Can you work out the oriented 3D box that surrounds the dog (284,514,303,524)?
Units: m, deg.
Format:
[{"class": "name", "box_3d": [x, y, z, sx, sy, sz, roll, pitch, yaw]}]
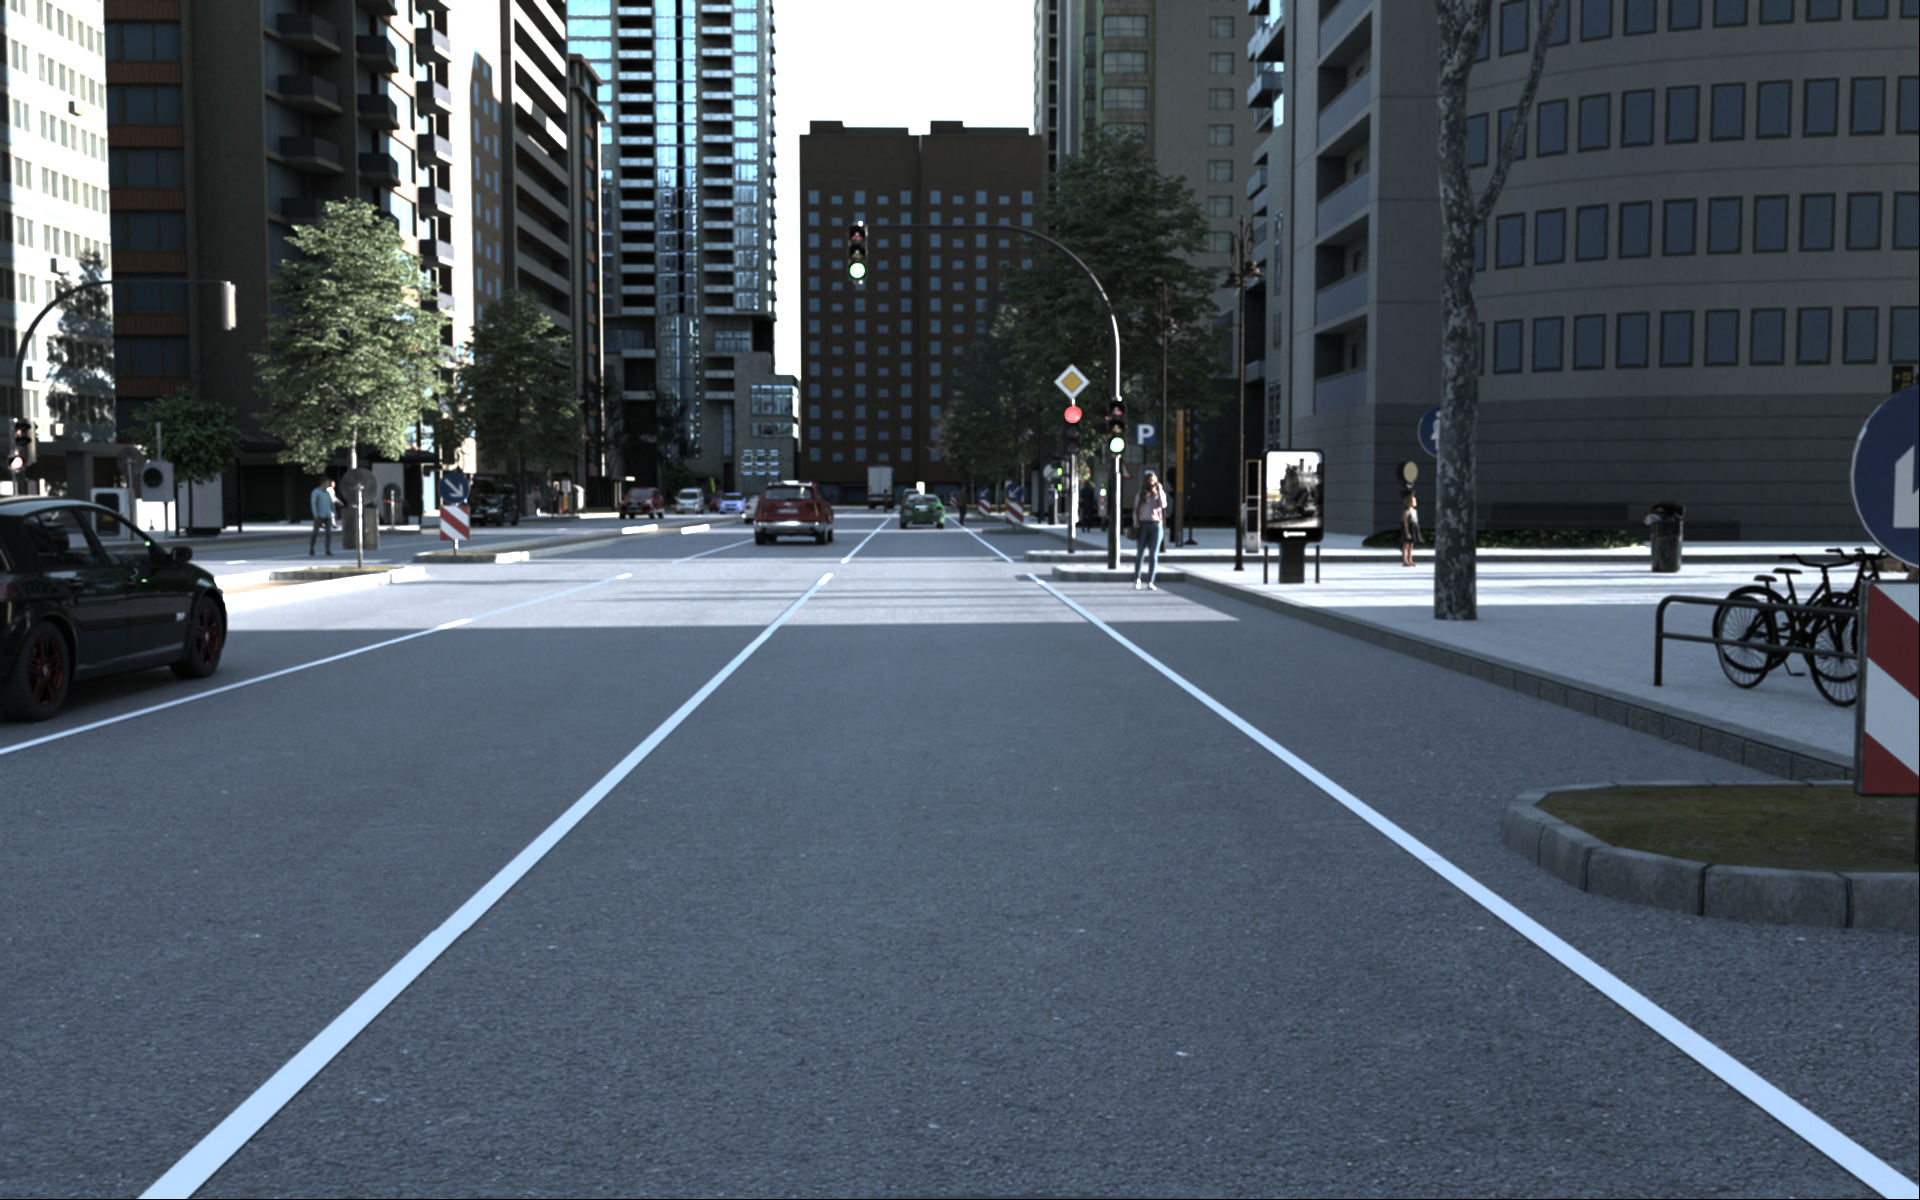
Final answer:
[{"class": "dog", "box_3d": [-28.732, -3.482, 74.670, 0.748, 0.427, 0.550, 2, 4, 30]}]

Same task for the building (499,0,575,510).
[{"class": "building", "box_3d": [-43.296, -31.320, 135.786, 21.300, 48.544, 21.600, 0, 4, -1]}]

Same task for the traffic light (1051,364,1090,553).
[{"class": "traffic light", "box_3d": [2.391, -2.967, 37.437, 0.839, 4.253, 0.868, 0, 4, -1]}]

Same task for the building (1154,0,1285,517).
[{"class": "building", "box_3d": [23.517, -47.496, 89.239, 22.319, 86.520, 31.000, 0, 4, -1]}]

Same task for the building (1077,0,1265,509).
[{"class": "building", "box_3d": [16.761, -28.252, 145.509, 14.154, 41.232, 14.086, 0, 4, -1]}]

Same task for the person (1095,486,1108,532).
[{"class": "person", "box_3d": [4.896, -3.271, 59.392, 0.638, 1.841, 0.748, 2, 4, 33]}]

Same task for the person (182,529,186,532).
[{"class": "person", "box_3d": [-25.788, -3.199, 58.227, 0.818, 1.842, 0.514, -3, 5, -43]}]

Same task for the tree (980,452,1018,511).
[{"class": "tree", "box_3d": [2.996, -9.232, 134.661, 4.285, 4.588, 4.351, 0, 3, 0]}]

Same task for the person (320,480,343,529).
[{"class": "person", "box_3d": [-22.869, -3.458, 62.850, 0.850, 1.792, 0.678, 0, 4, 6]}]

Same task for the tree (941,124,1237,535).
[{"class": "tree", "box_3d": [4.567, -8.322, 54.198, 7.486, 12.596, 7.792, 0, 3, 0]}]

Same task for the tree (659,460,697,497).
[{"class": "tree", "box_3d": [-26.028, -10.764, 159.699, 4.285, 4.588, 4.351, 0, 3, 0]}]

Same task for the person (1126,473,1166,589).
[{"class": "person", "box_3d": [2.818, -1.047, 26.212, 0.593, 1.750, 0.643, 0, 4, 7]}]

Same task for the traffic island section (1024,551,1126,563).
[{"class": "traffic island section", "box_3d": [2.431, -0.934, 37.552, 2.009, 0.180, 2.903, 0, 4, -1]}]

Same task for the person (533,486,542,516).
[{"class": "person", "box_3d": [-24.456, -5.710, 100.079, 0.731, 1.740, 0.598, 2, 4, 26]}]

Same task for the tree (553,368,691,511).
[{"class": "tree", "box_3d": [-25.775, -11.843, 128.039, 8.767, 10.594, 7.601, -2, 4, -33]}]

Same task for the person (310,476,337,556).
[{"class": "person", "box_3d": [-14.833, -1.953, 40.301, 0.638, 1.841, 0.748, -3, 5, -44]}]

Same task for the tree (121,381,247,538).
[{"class": "tree", "box_3d": [-22.605, -4.089, 50.569, 4.285, 4.588, 4.351, 0, 3, 0]}]

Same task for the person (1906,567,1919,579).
[{"class": "person", "box_3d": [10.029, -0.710, 17.895, 0.529, 1.795, 0.600, 2, 4, 24]}]

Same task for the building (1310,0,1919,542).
[{"class": "building", "box_3d": [26.238, -31.367, 54.848, 28.212, 58.520, 21.231, 0, 4, -1]}]

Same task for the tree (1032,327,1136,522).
[{"class": "tree", "box_3d": [4.893, -7.286, 69.492, 4.737, 8.622, 4.395, 0, 3, 0]}]

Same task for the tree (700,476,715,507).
[{"class": "tree", "box_3d": [-25.559, -11.212, 177.920, 1.663, 3.219, 1.824, 0, 3, 0]}]

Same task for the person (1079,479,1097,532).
[{"class": "person", "box_3d": [4.290, -3.161, 58.143, 0.576, 1.772, 0.534, 0, 4, -1]}]

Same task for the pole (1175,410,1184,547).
[{"class": "pole", "box_3d": [5.316, -2.941, 41.934, 0.158, 3.312, 0.155, 0, 3, 0]}]

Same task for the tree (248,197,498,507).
[{"class": "tree", "box_3d": [-23.109, -9.093, 66.796, 7.486, 12.596, 7.792, 0, 3, 0]}]

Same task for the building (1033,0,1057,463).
[{"class": "building", "box_3d": [19.761, -47.388, 213.041, 20.611, 71.187, 20.563, 0, 4, -1]}]

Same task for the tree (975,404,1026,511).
[{"class": "tree", "box_3d": [2.786, -10.900, 128.570, 4.360, 8.622, 3.978, 0, 3, 0]}]

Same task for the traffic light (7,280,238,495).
[{"class": "traffic light", "box_3d": [-17.874, -3.809, 36.941, 4.771, 5.953, 1.251, 0, 4, -1]}]

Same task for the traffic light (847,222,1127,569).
[{"class": "traffic light", "box_3d": [0.506, -3.339, 29.260, 4.771, 5.953, 1.251, 0, 4, -1]}]

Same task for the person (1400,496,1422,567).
[{"class": "person", "box_3d": [7.977, -1.216, 30.590, 0.362, 1.253, 0.373, -3, 4, -37]}]

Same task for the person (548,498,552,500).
[{"class": "person", "box_3d": [-26.010, -6.353, 110.247, 0.599, 1.781, 0.374, -2, 4, -27]}]

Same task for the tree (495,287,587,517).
[{"class": "tree", "box_3d": [-24.622, -10.861, 95.706, 7.486, 12.596, 7.792, 0, 3, 0]}]

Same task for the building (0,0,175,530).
[{"class": "building", "box_3d": [-45.075, -22.556, 60.674, 32.217, 40.220, 23.993, 0, 4, -1]}]

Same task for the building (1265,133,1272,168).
[{"class": "building", "box_3d": [17.044, -27.355, 130.845, 14.154, 41.232, 14.086, 0, 4, -1]}]

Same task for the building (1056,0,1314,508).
[{"class": "building", "box_3d": [19.780, -38.177, 166.199, 21.231, 58.520, 28.212, 0, 4, -1]}]

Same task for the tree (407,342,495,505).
[{"class": "tree", "box_3d": [-24.343, -8.125, 83.210, 4.737, 8.622, 4.395, 0, 3, 0]}]

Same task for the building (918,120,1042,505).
[{"class": "building", "box_3d": [2.309, -34.289, 210.731, 14.200, 45.320, 14.600, 0, 4, -1]}]

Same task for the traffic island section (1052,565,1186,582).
[{"class": "traffic island section", "box_3d": [2.635, -0.446, 29.569, 2.009, 0.180, 2.903, 0, 4, -1]}]

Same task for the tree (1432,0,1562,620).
[{"class": "tree", "box_3d": [4.537, -9.781, 15.812, 12.611, 20.169, 13.585, 0, 3, 0]}]

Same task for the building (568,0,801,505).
[{"class": "building", "box_3d": [-35.494, -55.025, 212.333, 31.000, 86.520, 22.319, 0, 4, -1]}]

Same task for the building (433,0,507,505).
[{"class": "building", "box_3d": [-39.817, -28.621, 118.065, 14.600, 45.320, 14.200, 0, 4, -1]}]

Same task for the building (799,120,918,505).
[{"class": "building", "box_3d": [-11.928, -34.287, 210.700, 14.200, 45.320, 14.600, 0, 4, -1]}]

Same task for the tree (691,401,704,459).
[{"class": "tree", "box_3d": [-25.612, -13.071, 148.116, 8.767, 10.594, 7.601, 3, 4, 36]}]

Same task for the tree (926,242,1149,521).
[{"class": "tree", "box_3d": [4.033, -10.530, 82.534, 12.009, 13.543, 11.850, 0, 3, 0]}]

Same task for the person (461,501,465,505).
[{"class": "person", "box_3d": [-25.767, -4.859, 89.763, 0.640, 1.303, 0.475, -2, 4, -35]}]

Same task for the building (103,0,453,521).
[{"class": "building", "box_3d": [-40.753, -26.936, 95.022, 22.147, 44.769, 28.867, 0, 4, -1]}]

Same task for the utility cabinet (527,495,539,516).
[{"class": "utility cabinet", "box_3d": [-25.660, -5.655, 103.624, 1.020, 1.237, 0.306, 2, 4, 29]}]

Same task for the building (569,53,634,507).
[{"class": "building", "box_3d": [-47.995, -31.384, 167.748, 28.867, 44.769, 22.147, 0, 4, -1]}]

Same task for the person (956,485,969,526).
[{"class": "person", "box_3d": [0.122, -4.237, 77.689, 0.656, 1.842, 0.836, 1, 4, 16]}]
